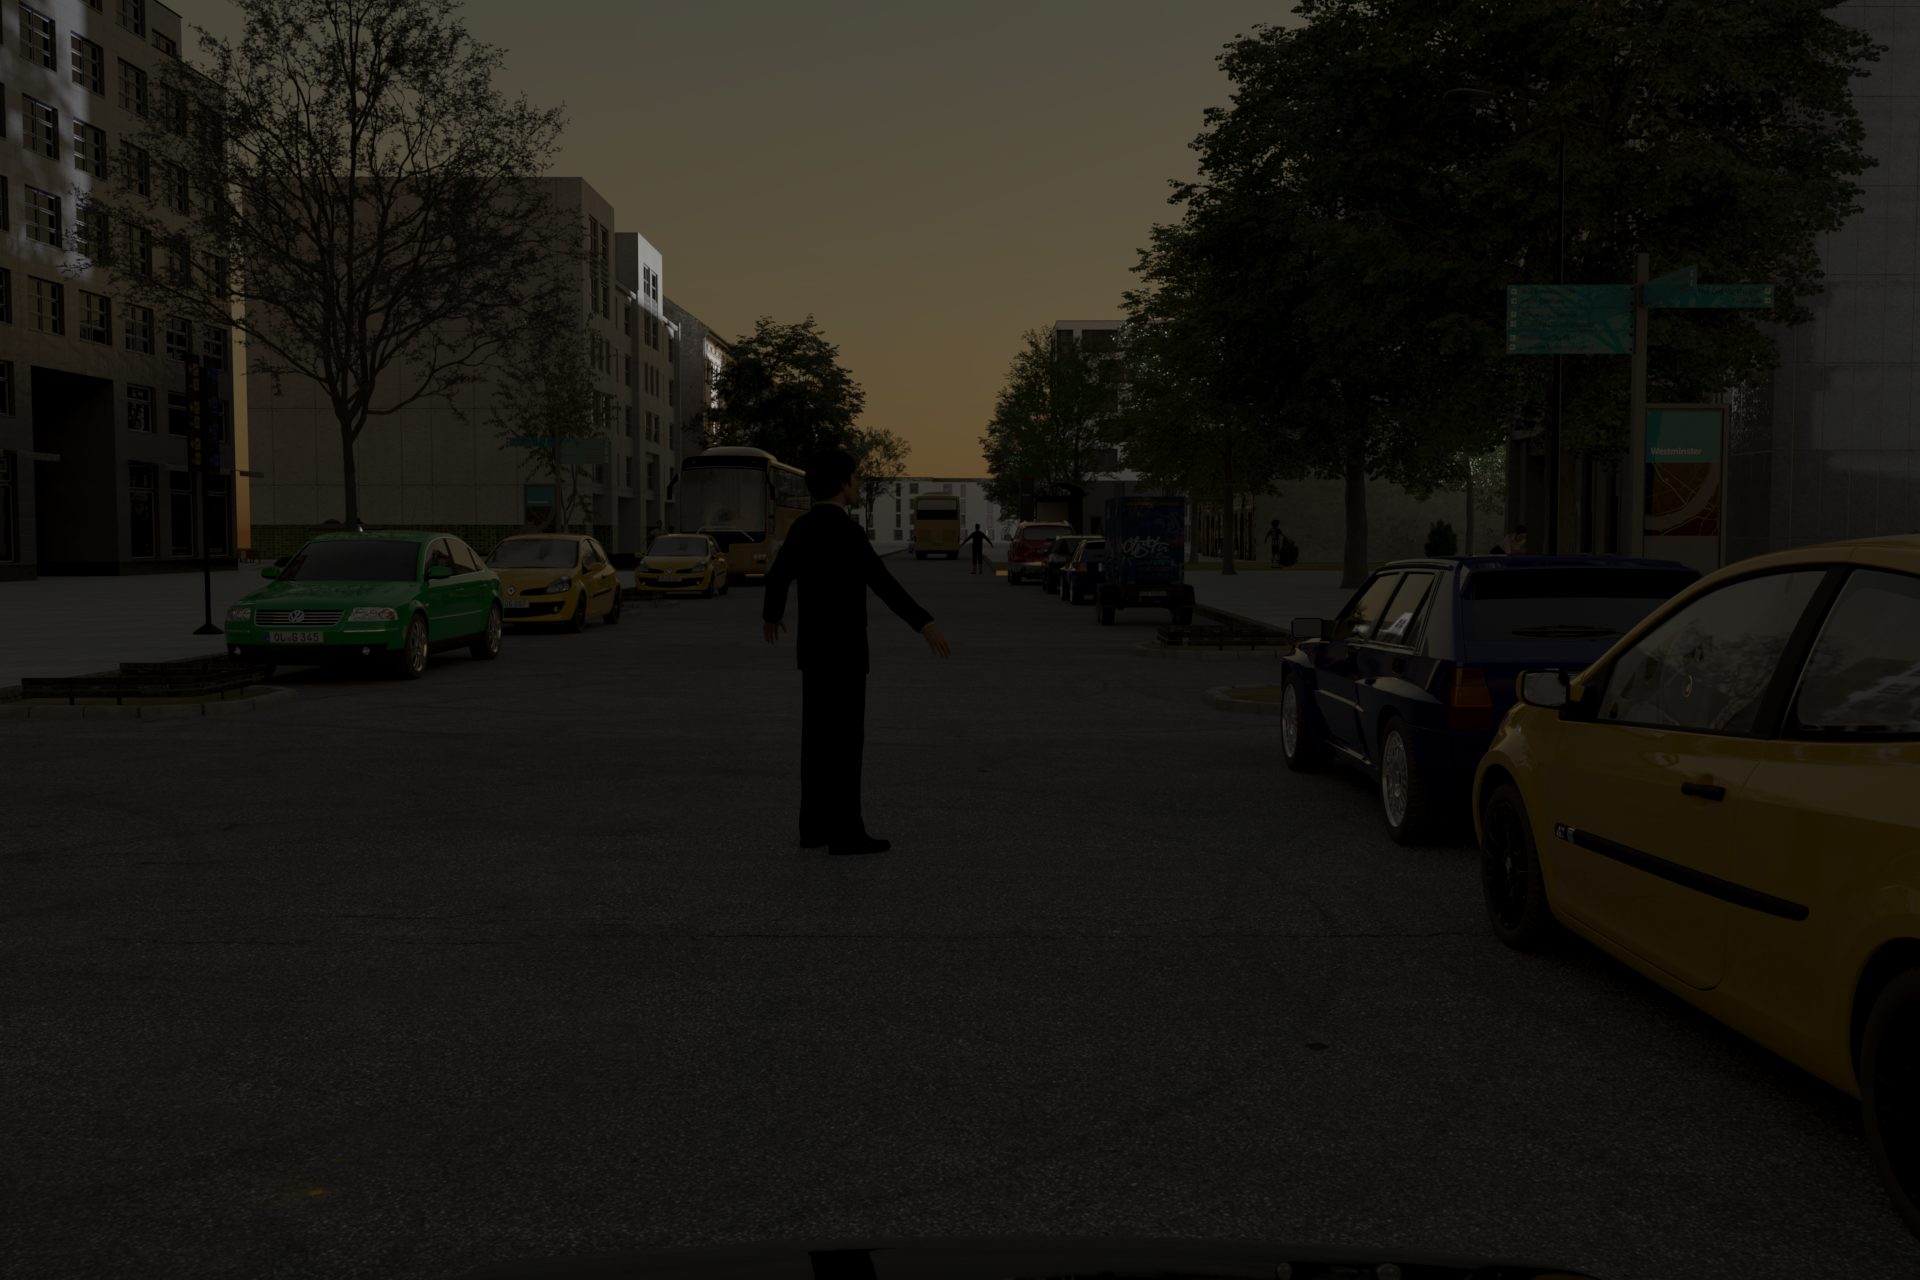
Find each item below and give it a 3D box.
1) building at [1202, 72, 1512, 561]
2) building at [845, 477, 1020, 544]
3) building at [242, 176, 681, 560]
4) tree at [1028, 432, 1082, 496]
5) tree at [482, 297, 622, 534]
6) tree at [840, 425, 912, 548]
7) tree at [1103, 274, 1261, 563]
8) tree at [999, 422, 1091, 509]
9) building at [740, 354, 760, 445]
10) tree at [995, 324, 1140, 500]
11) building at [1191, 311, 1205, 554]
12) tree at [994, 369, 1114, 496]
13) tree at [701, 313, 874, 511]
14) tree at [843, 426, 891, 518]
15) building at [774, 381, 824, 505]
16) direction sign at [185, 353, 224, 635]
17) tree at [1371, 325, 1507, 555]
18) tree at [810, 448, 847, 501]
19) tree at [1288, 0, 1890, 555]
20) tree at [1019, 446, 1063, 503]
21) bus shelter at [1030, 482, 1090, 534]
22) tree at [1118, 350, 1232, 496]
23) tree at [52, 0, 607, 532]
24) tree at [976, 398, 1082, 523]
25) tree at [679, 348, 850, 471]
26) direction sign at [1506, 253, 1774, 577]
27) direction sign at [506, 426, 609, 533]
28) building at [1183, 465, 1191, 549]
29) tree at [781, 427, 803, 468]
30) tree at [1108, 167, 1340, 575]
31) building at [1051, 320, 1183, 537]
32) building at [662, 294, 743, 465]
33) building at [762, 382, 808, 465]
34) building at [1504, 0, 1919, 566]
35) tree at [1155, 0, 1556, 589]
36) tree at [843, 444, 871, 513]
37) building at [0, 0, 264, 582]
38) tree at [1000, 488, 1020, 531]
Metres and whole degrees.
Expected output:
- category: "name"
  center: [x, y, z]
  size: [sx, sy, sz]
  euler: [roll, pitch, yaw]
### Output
- category: "building"
  center: [23.171, -15.846, 90.004]
  size: [19.493, 23.208, 18.063]
  euler: [0, 4, 0]
- category: "building"
  center: [-4.552, -18.954, 254.507]
  size: [28.070, 9.664, 9.099]
  euler: [0, 4, -8]
- category: "building"
  center: [-27.183, -14.390, 101.737]
  size: [16.747, 18.905, 31.486]
  euler: [0, 4, 0]
- category: "tree"
  center: [5.707, -10.238, 117.757]
  size: [4.360, 8.622, 3.978]
  euler: [0, 3, 0]
- category: "tree"
  center: [-12.280, -6.294, 53.267]
  size: [4.737, 8.622, 4.395]
  euler: [0, 3, 0]
- category: "tree"
  center: [-8.681, -14.601, 164.486]
  size: [9.928, 11.665, 9.643]
  euler: [0, 3, 0]
- category: "tree"
  center: [10.185, -9.647, 75.850]
  size: [7.486, 12.596, 7.792]
  euler: [0, 3, 0]
- category: "tree"
  center: [6.731, -12.131, 132.760]
  size: [8.767, 10.594, 7.601]
  euler: [3, 5, 45]
- category: "building"
  center: [-26.839, -19.671, 178.033]
  size: [16.016, 20.090, 11.380]
  euler: [0, 4, 0]
- category: "tree"
  center: [5.638, -9.793, 85.869]
  size: [9.928, 11.665, 9.643]
  euler: [0, 3, 0]
- category: "building"
  center: [25.091, -17.006, 108.972]
  size: [19.493, 23.208, 18.063]
  euler: [0, 4, 0]
- category: "tree"
  center: [5.786, -10.944, 104.684]
  size: [9.928, 11.665, 9.643]
  euler: [0, 3, 0]
- category: "tree"
  center: [-9.845, -11.767, 99.052]
  size: [9.857, 13.997, 8.962]
  euler: [0, 3, 0]
- category: "tree"
  center: [-9.193, -12.611, 140.596]
  size: [7.601, 10.594, 8.767]
  euler: [-3, 5, -42]
- category: "building"
  center: [-27.251, -23.786, 219.823]
  size: [19.493, 23.208, 18.063]
  euler: [0, 4, 0]
- category: "direction sign"
  center: [-9.639, -1.842, 22.115]
  size: [0.379, 3.537, 0.876]
  euler: [0, 3, 0]
- category: "tree"
  center: [20.538, -9.338, 70.811]
  size: [7.486, 12.596, 7.792]
  euler: [0, 3, 0]
- category: "tree"
  center: [-10.040, -10.119, 115.812]
  size: [4.360, 8.622, 3.978]
  euler: [0, 3, 0]
- category: "tree"
  center: [9.366, -7.332, 26.528]
  size: [9.857, 13.997, 8.962]
  euler: [0, 3, 0]
- category: "tree"
  center: [6.187, -11.732, 142.174]
  size: [4.360, 8.622, 3.978]
  euler: [0, 3, 0]
- category: "bus shelter"
  center: [3.949, -4.625, 69.543]
  size: [2.014, 3.302, 5.546]
  euler: [0, 4, -1]
- category: "tree"
  center: [7.836, -6.887, 62.961]
  size: [4.737, 8.622, 4.395]
  euler: [0, 3, 0]
- category: "tree"
  center: [-12.276, -7.601, 34.648]
  size: [12.009, 13.543, 11.850]
  euler: [0, 3, 0]
- category: "tree"
  center: [6.090, -14.981, 151.596]
  size: [9.857, 13.997, 8.962]
  euler: [0, 3, 0]
- category: "tree"
  center: [-9.637, -9.293, 86.352]
  size: [8.767, 10.594, 7.601]
  euler: [-1, 4, -13]
- category: "direction sign"
  center: [6.484, -1.669, 16.053]
  size: [2.525, 3.948, 1.411]
  euler: [0, 4, 1]
- category: "direction sign"
  center: [-9.907, -3.336, 43.312]
  size: [2.525, 3.948, 1.411]
  euler: [0, 4, 0]
- category: "building"
  center: [23.915, -11.992, 138.217]
  size: [9.099, 9.664, 28.070]
  euler: [0, 4, 0]
- category: "tree"
  center: [-9.599, -9.664, 108.373]
  size: [4.737, 8.622, 4.395]
  euler: [0, 3, 0]
- category: "tree"
  center: [8.315, -8.306, 53.923]
  size: [7.486, 12.596, 7.792]
  euler: [0, 3, 0]
- category: "building"
  center: [23.300, -20.667, 181.885]
  size: [27.936, 21.610, 32.646]
  euler: [0, 4, 0]
- category: "building"
  center: [-27.952, -18.708, 136.800]
  size: [19.493, 23.208, 18.063]
  euler: [0, 4, 1]
- category: "building"
  center: [-27.815, -22.676, 201.688]
  size: [19.493, 23.208, 18.063]
  euler: [0, 4, 0]
- category: "building"
  center: [25.241, -14.266, 50.506]
  size: [12.078, 24.872, 19.932]
  euler: [0, 4, 0]
- category: "tree"
  center: [9.259, -8.170, 40.242]
  size: [9.857, 13.997, 8.962]
  euler: [0, 3, 0]
- category: "tree"
  center: [-8.983, -10.896, 128.517]
  size: [4.737, 8.622, 4.395]
  euler: [0, 3, 0]
- category: "building"
  center: [-30.331, -14.128, 49.406]
  size: [11.959, 24.771, 22.079]
  euler: [0, 3, 0]
- category: "tree"
  center: [5.608, -13.247, 166.945]
  size: [4.737, 8.622, 4.395]
  euler: [0, 3, 0]
